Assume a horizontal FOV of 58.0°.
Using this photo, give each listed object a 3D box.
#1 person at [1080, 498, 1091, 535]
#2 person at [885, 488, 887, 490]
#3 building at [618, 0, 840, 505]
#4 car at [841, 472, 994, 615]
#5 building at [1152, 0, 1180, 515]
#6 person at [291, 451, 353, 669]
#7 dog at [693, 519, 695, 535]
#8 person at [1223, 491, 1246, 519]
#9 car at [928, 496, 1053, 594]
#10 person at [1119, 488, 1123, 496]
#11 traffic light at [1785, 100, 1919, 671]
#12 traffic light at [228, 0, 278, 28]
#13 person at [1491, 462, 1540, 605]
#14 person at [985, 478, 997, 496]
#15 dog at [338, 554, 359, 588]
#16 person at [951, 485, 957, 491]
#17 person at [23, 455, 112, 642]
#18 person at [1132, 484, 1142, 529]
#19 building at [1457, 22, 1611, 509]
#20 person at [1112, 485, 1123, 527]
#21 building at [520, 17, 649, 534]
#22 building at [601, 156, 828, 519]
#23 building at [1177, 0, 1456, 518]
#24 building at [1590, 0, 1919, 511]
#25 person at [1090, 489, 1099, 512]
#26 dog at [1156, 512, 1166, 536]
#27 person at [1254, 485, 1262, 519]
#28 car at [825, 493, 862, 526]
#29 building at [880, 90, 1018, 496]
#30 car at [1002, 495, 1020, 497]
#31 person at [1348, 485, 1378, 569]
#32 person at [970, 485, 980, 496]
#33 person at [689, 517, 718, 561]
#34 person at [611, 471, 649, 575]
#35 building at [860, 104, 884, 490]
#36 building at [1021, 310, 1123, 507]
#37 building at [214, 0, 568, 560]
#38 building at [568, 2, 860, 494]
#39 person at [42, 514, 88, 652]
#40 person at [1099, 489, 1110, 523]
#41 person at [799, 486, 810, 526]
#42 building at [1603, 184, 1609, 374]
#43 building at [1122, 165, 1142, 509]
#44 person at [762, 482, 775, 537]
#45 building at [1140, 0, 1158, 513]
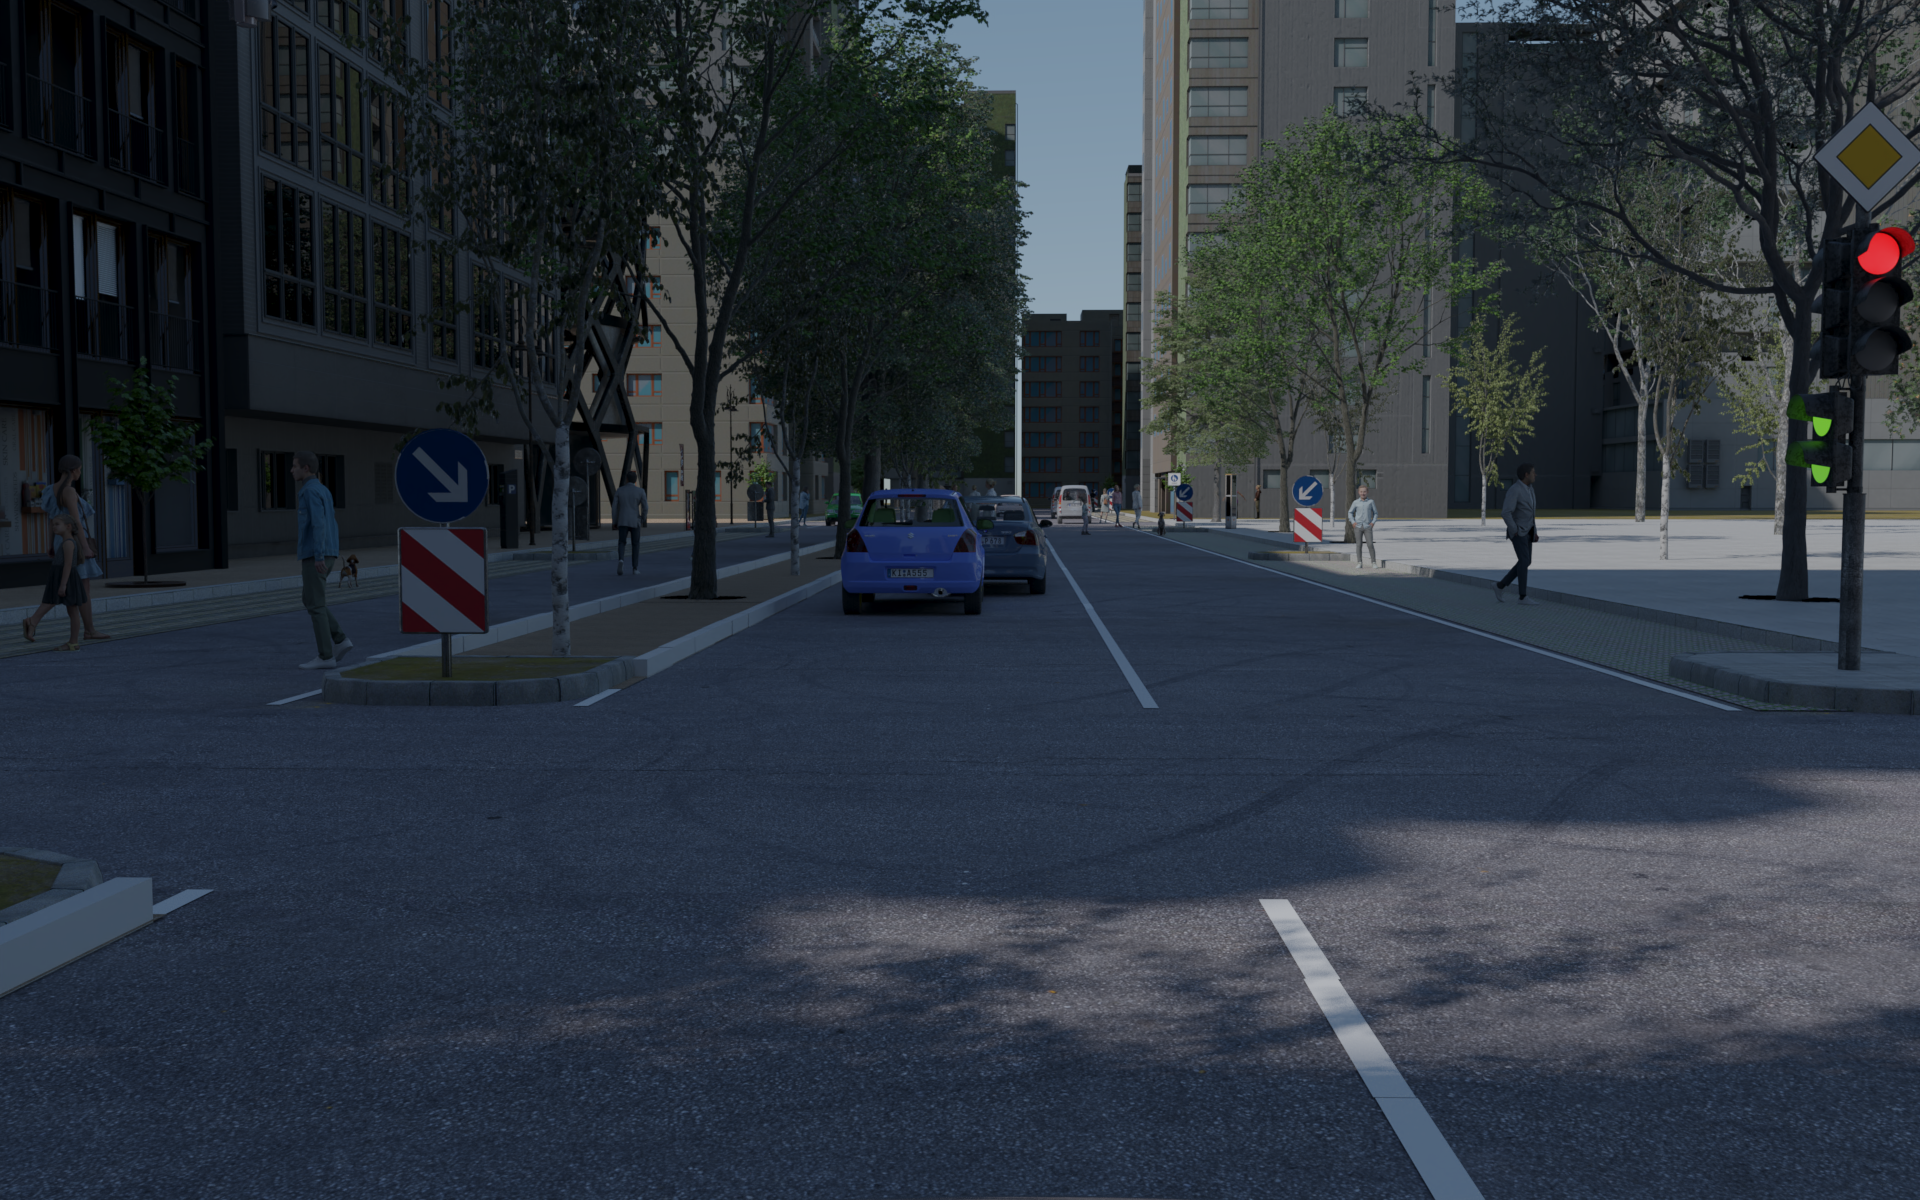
[{"bbox_3d":[4.410,-2.931,60.707,0.394,1.301,0.425,0,4,1],"label":"person"},{"bbox_3d":[-6.669,-9.235,157.179,0.705,1.807,1.348,0,4,6],"label":"person"},{"bbox_3d":[-16.337,-26.957,124.343,14.154,41.232,14.086,0,4,2],"label":"building"},{"bbox_3d":[-0.541,-0.754,21.914,1.945,1.707,3.694,0,4,1],"label":"car"},{"bbox_3d":[20.027,-28.228,111.636,14.600,45.320,14.200,0,4,2],"label":"building"},{"bbox_3d":[-5.247,-0.329,14.220,0.444,1.785,0.601,0,4,1],"label":"person"},{"bbox_3d":[-6.745,-1.766,45.707,0.800,0.831,0.513,-3,4,-38],"label":"dog"},{"bbox_3d":[14.113,-5.038,89.091,1.217,1.739,0.721,0,4,-4],"label":"person"},{"bbox_3d":[0.406,-0.863,26.119,2.014,1.417,4.499,0,4,1],"label":"car"},{"bbox_3d":[13.279,-8.425,144.309,0.721,1.766,1.217,-1,4,-9],"label":"person"},{"bbox_3d":[6.481,-1.445,12.548,0.839,4.253,0.868,0,4,2],"label":"traffic light"},{"bbox_3d":[-7.578,-2.346,13.031,4.771,5.953,1.251,0,4,2],"label":"traffic light"},{"bbox_3d":[7.205,-0.863,22.456,0.661,1.843,0.795,-3,5,-42],"label":"person"},{"bbox_3d":[0.762,-1.941,40.458,0.641,1.798,0.478,2,4,26],"label":"person"},{"bbox_3d":[-9.322,-0.436,26.410,0.406,0.507,0.540,-3,5,-41],"label":"dog"},{"bbox_3d":[-0.270,-3.526,66.368,0.641,1.798,0.478,2,4,27],"label":"person"},{"bbox_3d":[-8.629,-0.499,16.750,0.778,1.811,0.616,-3,5,-44],"label":"person"},{"bbox_3d":[7.199,-3.813,70.716,0.514,1.842,0.818,3,5,39],"label":"person"},{"bbox_3d":[48.210,-28.779,154.129,14.086,41.232,14.154,0,4,2],"label":"building"},{"bbox_3d":[6.768,-4.049,74.709,0.555,1.821,0.388,-3,4,-36],"label":"person"},{"bbox_3d":[-20.007,-11.897,61.967,16.820,18.784,16.811,0,4,2],"label":"building"},{"bbox_3d":[-23.289,-15.821,103.710,27.650,21.520,28.899,0,4,2],"label":"building"},{"bbox_3d":[19.252,-25.325,97.663,14.154,41.232,14.086,0,4,2],"label":"building"},{"bbox_3d":[68.773,-34.088,146.581,27.495,52.752,28.713,0,4,2],"label":"building"},{"bbox_3d":[10.376,-7.801,136.055,1.348,1.822,0.705,-2,4,-32],"label":"person"},{"bbox_3d":[7.011,-2.606,59.441,0.800,0.831,0.513,-3,5,-42],"label":"dog"},{"bbox_3d":[15.293,-5.068,89.429,0.721,1.766,1.217,1,4,13],"label":"person"},{"bbox_3d":[-5.160,-4.304,79.167,1.959,1.807,4.718,0,4,0],"label":"car"},{"bbox_3d":[-1.093,-30.318,179.287,14.086,41.232,14.154,0,4,2],"label":"building"},{"bbox_3d":[3.139,-5.936,109.415,2.083,1.381,4.827,0,3,0],"label":"car"},{"bbox_3d":[7.731,-1.400,33.197,0.589,1.601,0.330,1,4,21],"label":"person"},{"bbox_3d":[0.598,-3.684,68.959,0.478,1.798,0.641,0,4,7],"label":"person"},{"bbox_3d":[-5.325,-1.630,35.733,0.643,1.750,0.593,-2,4,-24],"label":"person"},{"bbox_3d":[-5.859,-1.370,30.742,0.661,1.843,0.795,0,4,-3],"label":"person"},{"bbox_3d":[-22.424,-32.371,183.896,28.867,44.769,22.147,0,4,2],"label":"building"},{"bbox_3d":[21.071,-20.865,186.177,28.899,21.520,27.650,0,4,2],"label":"building"},{"bbox_3d":[-19.360,-15.147,41.168,14.314,27.812,24.014,0,4,2],"label":"building"},{"bbox_3d":[-23.176,-37.334,152.417,28.212,58.520,21.231,0,4,2],"label":"building"},{"bbox_3d":[-8.156,-0.159,15.767,0.373,1.253,0.362,-2,4,-27],"label":"person"},{"bbox_3d":[7.195,-4.675,85.937,0.512,1.701,0.522,0,4,-5],"label":"person"},{"bbox_3d":[-6.999,-4.202,77.464,0.793,1.790,0.793,2,4,24],"label":"person"},{"bbox_3d":[66.379,-32.263,177.611,14.200,45.320,14.600,0,4,2],"label":"building"},{"bbox_3d":[21.447,-23.405,154.374,14.160,30.474,14.107,0,4,2],"label":"building"},{"bbox_3d":[-6.348,-3.002,57.391,0.447,1.846,0.655,0,4,-2],"label":"person"},{"bbox_3d":[24.474,-36.102,132.265,21.231,58.520,28.212,0,4,2],"label":"building"}]
